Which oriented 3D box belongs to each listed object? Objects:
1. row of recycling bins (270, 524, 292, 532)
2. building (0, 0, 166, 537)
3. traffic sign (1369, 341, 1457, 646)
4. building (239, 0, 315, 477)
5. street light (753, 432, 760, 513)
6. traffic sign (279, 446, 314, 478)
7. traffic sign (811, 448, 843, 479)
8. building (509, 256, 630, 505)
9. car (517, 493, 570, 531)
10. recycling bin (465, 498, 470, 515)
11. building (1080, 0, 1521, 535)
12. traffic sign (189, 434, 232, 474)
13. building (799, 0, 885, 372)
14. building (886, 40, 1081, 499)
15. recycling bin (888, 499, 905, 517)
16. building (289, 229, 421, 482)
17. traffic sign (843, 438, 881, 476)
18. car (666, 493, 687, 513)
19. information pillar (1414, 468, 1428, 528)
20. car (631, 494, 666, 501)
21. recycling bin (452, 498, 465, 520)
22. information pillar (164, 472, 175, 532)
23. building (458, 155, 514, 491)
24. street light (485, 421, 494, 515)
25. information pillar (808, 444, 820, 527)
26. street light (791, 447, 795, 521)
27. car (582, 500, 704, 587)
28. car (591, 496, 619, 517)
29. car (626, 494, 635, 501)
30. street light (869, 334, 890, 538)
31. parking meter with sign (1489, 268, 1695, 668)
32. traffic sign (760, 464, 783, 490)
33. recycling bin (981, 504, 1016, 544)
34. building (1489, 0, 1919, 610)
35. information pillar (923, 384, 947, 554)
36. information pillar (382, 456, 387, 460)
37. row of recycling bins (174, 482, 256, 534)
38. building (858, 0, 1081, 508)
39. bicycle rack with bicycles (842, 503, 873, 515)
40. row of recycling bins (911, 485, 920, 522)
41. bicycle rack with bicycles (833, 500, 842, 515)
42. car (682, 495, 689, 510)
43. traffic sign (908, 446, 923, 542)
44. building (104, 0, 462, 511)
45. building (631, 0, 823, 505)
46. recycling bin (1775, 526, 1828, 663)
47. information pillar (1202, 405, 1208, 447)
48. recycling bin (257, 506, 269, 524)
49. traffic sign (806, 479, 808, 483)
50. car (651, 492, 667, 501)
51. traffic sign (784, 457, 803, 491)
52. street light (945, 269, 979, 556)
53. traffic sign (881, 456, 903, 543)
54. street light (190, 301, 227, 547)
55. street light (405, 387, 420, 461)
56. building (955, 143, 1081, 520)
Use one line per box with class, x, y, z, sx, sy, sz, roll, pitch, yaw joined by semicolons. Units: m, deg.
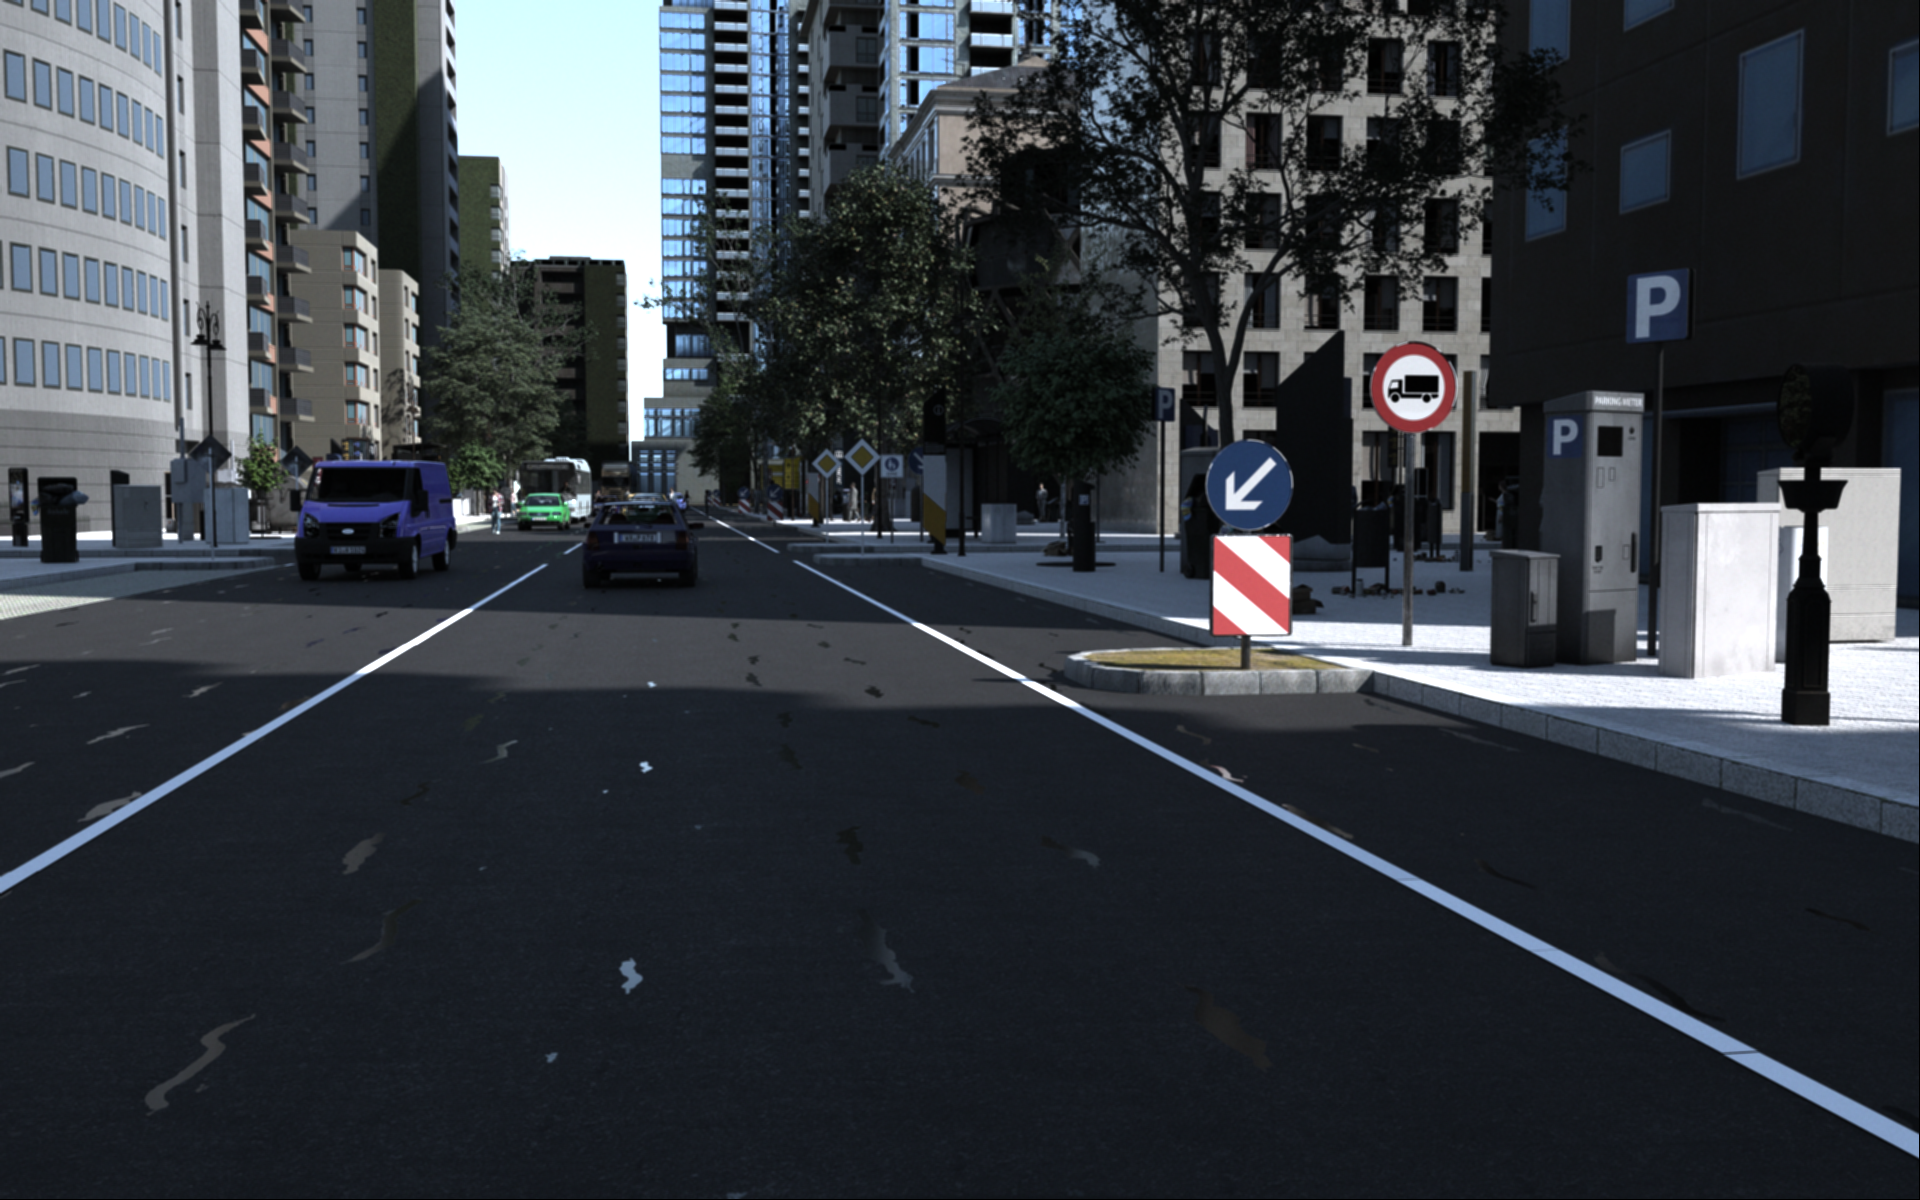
row of recycling bins;-22.346;-3.242;60.114;1.069;1.692;3.534;2;4;29
building;-39.747;-31.703;60.347;21.231;58.520;28.212;-1;4;-10
traffic sign;3.782;-0.884;14.565;0.768;2.556;0.104;-1;4;-9
building;-49.255;-27.005;96.150;22.147;44.769;28.867;-1;4;-10
street light;-13.773;-8.826;117.095;0.468;5.910;1.993;-1;4;-10
traffic sign;-15.957;-2.414;41.667;0.795;2.593;0.064;-1;4;-10
traffic sign;-3.340;-2.544;43.783;0.795;2.593;0.064;-1;4;-10
building;-47.877;-26.997;213.103;14.107;30.474;14.160;-1;4;-10
car;-16.555;-3.680;68.966;1.959;1.807;4.718;-1;4;-8
recycling bin;-29.900;-5.586;103.886;0.722;1.027;0.722;1;4;17
building;13.631;-12.587;60.544;16.860;20.320;10.420;-1;4;-10
traffic sign;-14.619;-1.933;33.794;0.795;2.593;0.064;-1;4;-10
building;-0.659;-35.757;173.867;28.713;52.752;27.495;-1;4;-10
building;3.168;-19.874;110.848;13.634;28.700;20.117;-1;4;-10
recycling bin;-3.514;-5.068;95.412;0.722;1.027;0.722;-3;4;-37
building;-55.633;-17.179;125.923;27.650;21.520;28.899;-1;4;-10
traffic sign;-2.002;-2.062;35.910;0.795;2.593;0.064;-1;4;-10
car;-22.100;-7.601;133.864;1.945;1.707;3.694;-1;4;-11
information pillar;12.846;-2.682;48.348;0.304;2.012;0.304;-1;4;-10
car;-13.008;-3.703;72.346;2.131;1.459;4.920;-1;4;-9
recycling bin;-25.682;-4.586;87.530;0.722;1.027;0.722;1;4;20
information pillar;-26.455;-3.281;58.136;0.304;2.012;0.304;1;4;15
building;-62.272;-32.270;211.208;14.086;41.232;14.154;-1;4;-10
street light;-29.330;-8.269;107.979;0.468;5.910;1.993;-1;4;-10
information pillar;-5.665;-4.631;67.072;0.504;3.616;0.183;-3;5;-44
street light;-8.040;-6.750;83.152;0.468;5.910;1.993;-1;4;-10
car;-5.127;-0.944;28.021;1.945;1.354;3.894;0;4;-8
car;-22.255;-5.912;109.247;1.945;1.354;3.894;0;4;-8
car;-15.107;-4.393;82.045;2.015;1.641;3.980;-1;4;-9
street light;-2.328;-4.722;49.985;0.468;5.910;1.993;-1;4;-10
parking meter with sign;4.796;-1.036;13.207;1.738;3.016;0.543;-2;4;-33
traffic sign;-12.513;-7.624;118.527;2.265;3.308;0.079;0;4;-6
recycling bin;1.002;-1.965;44.688;0.722;1.027;0.722;-1;4;-21
building;16.567;-22.688;21.052;14.600;45.320;14.200;-1;4;-10
information pillar;-0.533;-2.786;36.904;0.504;3.616;0.183;0;4;-8
information pillar;-35.116;-6.987;105.590;0.183;3.616;0.504;2;4;25
row of recycling bins;-24.951;-3.095;57.721;1.069;1.692;3.534;0;4;5
building;1.770;-50.815;143.493;22.319;86.520;31.000;-1;4;-10
bicycle rack with bicycles;-5.160;-5.434;102.230;2.852;0.926;2.925;-1;4;-15
row of recycling bins;-0.509;-4.481;80.370;3.534;1.692;1.069;0;4;-8
bicycle rack with bicycles;-8.096;-5.623;105.321;2.852;0.926;2.925;-1;4;-14
car;-25.717;-8.869;157.370;2.083;1.381;4.827;-1;4;-9
traffic sign;-1.029;-2.834;46.435;0.768;2.556;0.104;-1;4;-8
building;-63.127;-38.192;166.432;28.212;58.520;21.231;-1;4;-10
building;-26.132;-55.458;219.415;31.000;86.520;22.319;-1;4;-10
recycling bin;6.289;-0.062;13.562;0.722;1.027;0.722;-3;5;-44
information pillar;6.411;-3.304;45.374;0.183;3.616;0.504;1;4;13
recycling bin;-29.474;-3.738;73.674;0.722;1.027;0.722;-1;4;-17
traffic sign;-7.115;-5.181;84.705;0.884;2.594;0.081;0;4;-3
car;-13.795;-4.121;77.595;2.015;1.641;3.980;-1;4;-9
traffic sign;-8.643;-6.259;96.206;2.265;3.308;0.079;0;4;-7
street light;0.038;-3.849;35.716;0.468;5.910;1.993;-1;4;-10
traffic sign;-1.771;-2.627;45.083;0.606;2.300;0.079;0;4;-3
street light;-18.006;-4.210;41.628;0.468;5.910;1.993;-1;4;-10
street light;-23.595;-6.240;74.816;0.468;5.910;1.993;-1;4;-10
building;7.967;-13.753;92.312;16.820;18.784;16.811;-1;4;-10
